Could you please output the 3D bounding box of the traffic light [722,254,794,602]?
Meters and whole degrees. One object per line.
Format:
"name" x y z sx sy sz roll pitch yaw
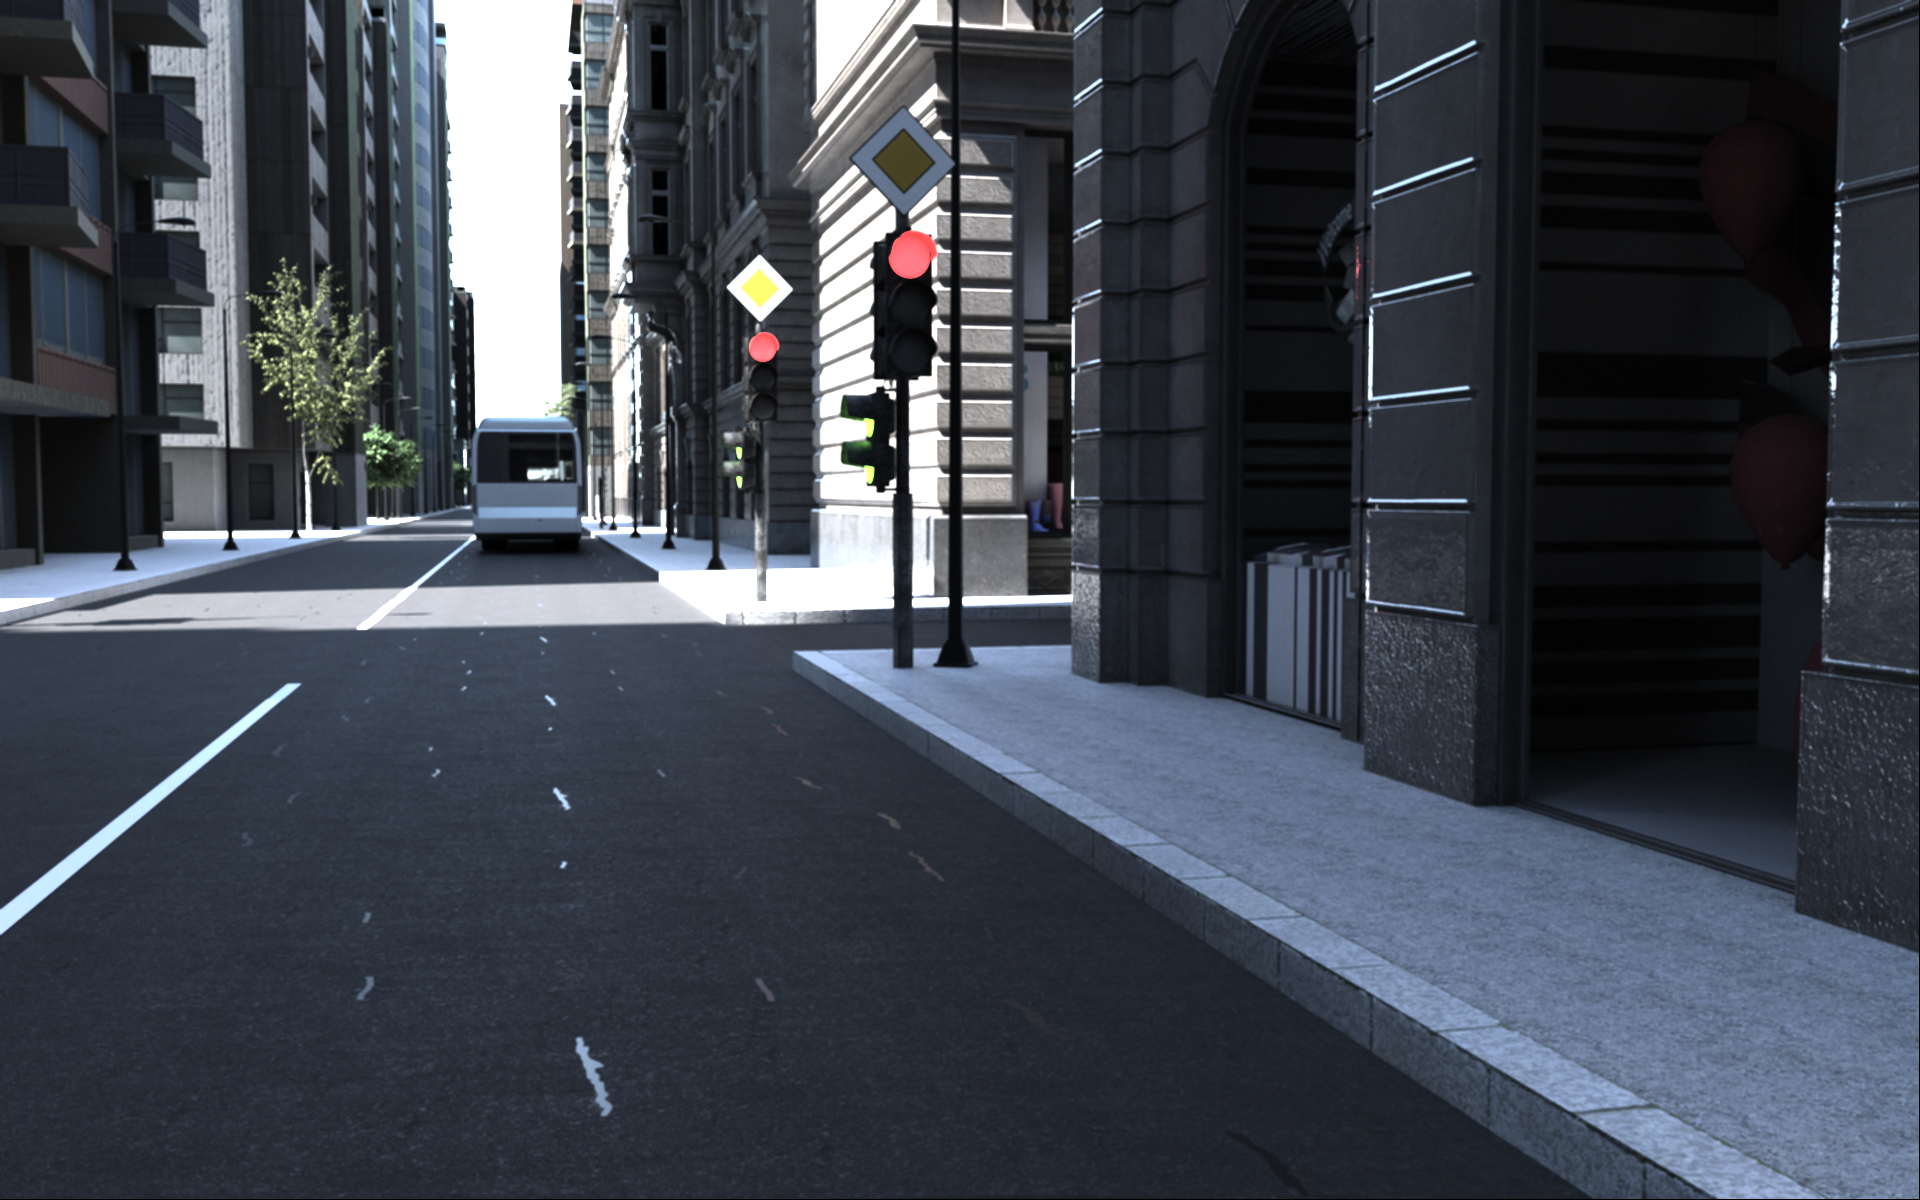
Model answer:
"traffic light" -2.376 -1.929 20.452 0.839 4.253 0.868 -1 4 -14

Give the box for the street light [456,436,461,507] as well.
"street light" -40.400 -10.041 136.709 1.470 5.913 1.316 -1 4 -14

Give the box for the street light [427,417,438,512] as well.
"street light" -32.356 -8.041 104.016 1.470 5.913 1.316 -1 4 -14

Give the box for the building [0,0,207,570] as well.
"building" -26.614 -22.974 30.245 22.147 44.769 28.867 -1 4 -14

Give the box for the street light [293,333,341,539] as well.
"street light" -18.711 -4.742 50.076 1.470 5.913 1.316 -1 4 -14

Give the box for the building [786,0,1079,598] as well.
"building" 7.483 -12.146 27.460 19.941 23.489 11.050 -1 4 -14

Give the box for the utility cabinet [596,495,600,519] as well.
"utility cabinet" -18.855 -4.841 90.318 0.306 1.237 1.020 -1 4 -15

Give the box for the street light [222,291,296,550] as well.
"street light" -16.164 -4.100 39.578 1.470 5.913 1.316 -1 4 -14

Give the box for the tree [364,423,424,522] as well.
"tree" -26.626 -5.817 78.829 4.285 4.588 4.351 0 3 0

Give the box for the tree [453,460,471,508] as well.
"tree" -48.319 -11.140 165.856 4.285 4.588 4.351 0 3 0

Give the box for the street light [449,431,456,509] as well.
"street light" -37.776 -9.400 126.231 1.470 5.913 1.316 -1 4 -14

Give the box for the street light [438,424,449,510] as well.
"street light" -34.911 -8.708 114.912 1.470 5.913 1.316 -1 4 -14

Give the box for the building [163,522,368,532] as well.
"building" -29.889 -17.821 63.071 14.160 30.474 14.107 -1 4 -14

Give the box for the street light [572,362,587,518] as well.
"street light" -12.857 -5.431 61.343 1.470 5.913 1.316 -1 4 -14

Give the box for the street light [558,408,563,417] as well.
"street light" -20.681 -7.372 93.074 1.470 5.913 1.316 -1 4 -14

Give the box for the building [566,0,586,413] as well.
"building" -23.734 -30.647 155.706 22.147 44.769 28.867 -1 4 -14

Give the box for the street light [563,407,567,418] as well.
"street light" -17.968 -6.721 82.437 1.470 5.913 1.316 -1 4 -14

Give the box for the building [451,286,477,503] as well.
"building" -73.329 -28.388 235.844 14.160 30.474 14.107 -1 4 -14

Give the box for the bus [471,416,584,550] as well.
"bus" -11.782 -3.228 47.634 2.948 3.499 13.247 -1 4 -13

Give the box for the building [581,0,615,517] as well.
"building" -15.510 -20.336 104.190 14.160 30.474 14.107 -1 4 -14

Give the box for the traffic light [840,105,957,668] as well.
"traffic light" -0.440 -1.455 12.704 0.839 4.253 0.868 -1 4 -14

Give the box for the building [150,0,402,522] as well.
"building" -39.118 -19.843 96.131 14.160 30.474 14.107 -1 4 -14

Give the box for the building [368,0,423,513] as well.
"building" -42.485 -26.137 110.928 14.154 41.232 14.086 -1 4 -14

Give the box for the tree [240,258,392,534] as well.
"tree" -20.507 -6.400 54.996 4.737 8.622 4.395 0 3 0

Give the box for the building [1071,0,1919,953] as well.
"building" 9.277 -9.795 1.946 13.314 21.916 24.055 -1 4 -14

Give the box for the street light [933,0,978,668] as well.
"street light" -0.558 -2.454 12.663 1.470 5.913 1.316 -1 4 -14

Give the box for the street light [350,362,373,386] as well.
"street light" -21.481 -5.413 61.040 1.470 5.913 1.316 -1 4 -14

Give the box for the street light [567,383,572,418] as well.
"street light" -15.408 -6.080 71.942 1.470 5.913 1.316 -1 4 -14

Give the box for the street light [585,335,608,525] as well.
"street light" -10.098 -4.785 50.777 1.470 5.913 1.316 -1 4 -14

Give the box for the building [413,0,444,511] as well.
"building" -50.836 -35.968 130.077 21.231 58.520 28.212 -1 4 -14

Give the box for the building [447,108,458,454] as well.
"building" -65.040 -32.300 182.732 22.147 44.769 28.867 -1 4 -14

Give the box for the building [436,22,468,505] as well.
"building" -72.157 -54.948 211.067 22.319 86.520 31.000 -1 4 -14

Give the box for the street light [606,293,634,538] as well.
"street light" -7.362 -4.146 40.326 1.470 5.913 1.316 -1 4 -14

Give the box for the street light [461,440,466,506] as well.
"street light" -43.161 -10.710 147.656 1.470 5.913 1.316 -1 4 -14

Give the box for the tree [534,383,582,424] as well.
"tree" -40.164 -15.788 176.261 7.486 12.596 7.792 0 3 0

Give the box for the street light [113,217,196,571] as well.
"street light" -13.526 -3.459 29.103 1.470 5.913 1.316 -1 4 -14

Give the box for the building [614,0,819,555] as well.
"building" -3.150 -14.329 53.368 14.460 24.649 34.723 -1 4 -14

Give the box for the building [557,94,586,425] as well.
"building" -38.175 -33.393 196.086 14.600 45.320 14.200 -1 4 -14

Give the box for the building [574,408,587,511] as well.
"building" -16.586 -49.709 125.417 22.319 86.520 31.000 -1 4 -14

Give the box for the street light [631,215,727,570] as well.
"street light" -4.669 -3.459 29.102 1.470 5.913 1.316 -1 4 -14

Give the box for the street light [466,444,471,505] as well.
"street light" -45.708 -11.353 158.154 1.470 5.913 1.316 -1 4 -14

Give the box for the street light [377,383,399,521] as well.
"street light" -24.410 -6.104 72.342 1.470 5.913 1.316 -1 4 -14

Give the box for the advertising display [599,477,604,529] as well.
"advertising display" -13.370 -3.630 64.569 0.123 1.923 0.974 -1 4 -9

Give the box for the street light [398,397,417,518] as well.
"street light" -26.959 -6.753 82.955 1.470 5.913 1.316 -1 4 -14

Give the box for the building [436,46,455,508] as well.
"building" -52.307 -28.648 151.995 14.154 41.232 14.086 -1 4 -14

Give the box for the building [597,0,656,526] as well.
"building" -10.311 -17.432 82.276 12.463 27.353 25.104 -1 4 -14

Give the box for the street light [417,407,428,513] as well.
"street light" -29.549 -7.360 92.883 1.470 5.913 1.316 -1 4 -14
